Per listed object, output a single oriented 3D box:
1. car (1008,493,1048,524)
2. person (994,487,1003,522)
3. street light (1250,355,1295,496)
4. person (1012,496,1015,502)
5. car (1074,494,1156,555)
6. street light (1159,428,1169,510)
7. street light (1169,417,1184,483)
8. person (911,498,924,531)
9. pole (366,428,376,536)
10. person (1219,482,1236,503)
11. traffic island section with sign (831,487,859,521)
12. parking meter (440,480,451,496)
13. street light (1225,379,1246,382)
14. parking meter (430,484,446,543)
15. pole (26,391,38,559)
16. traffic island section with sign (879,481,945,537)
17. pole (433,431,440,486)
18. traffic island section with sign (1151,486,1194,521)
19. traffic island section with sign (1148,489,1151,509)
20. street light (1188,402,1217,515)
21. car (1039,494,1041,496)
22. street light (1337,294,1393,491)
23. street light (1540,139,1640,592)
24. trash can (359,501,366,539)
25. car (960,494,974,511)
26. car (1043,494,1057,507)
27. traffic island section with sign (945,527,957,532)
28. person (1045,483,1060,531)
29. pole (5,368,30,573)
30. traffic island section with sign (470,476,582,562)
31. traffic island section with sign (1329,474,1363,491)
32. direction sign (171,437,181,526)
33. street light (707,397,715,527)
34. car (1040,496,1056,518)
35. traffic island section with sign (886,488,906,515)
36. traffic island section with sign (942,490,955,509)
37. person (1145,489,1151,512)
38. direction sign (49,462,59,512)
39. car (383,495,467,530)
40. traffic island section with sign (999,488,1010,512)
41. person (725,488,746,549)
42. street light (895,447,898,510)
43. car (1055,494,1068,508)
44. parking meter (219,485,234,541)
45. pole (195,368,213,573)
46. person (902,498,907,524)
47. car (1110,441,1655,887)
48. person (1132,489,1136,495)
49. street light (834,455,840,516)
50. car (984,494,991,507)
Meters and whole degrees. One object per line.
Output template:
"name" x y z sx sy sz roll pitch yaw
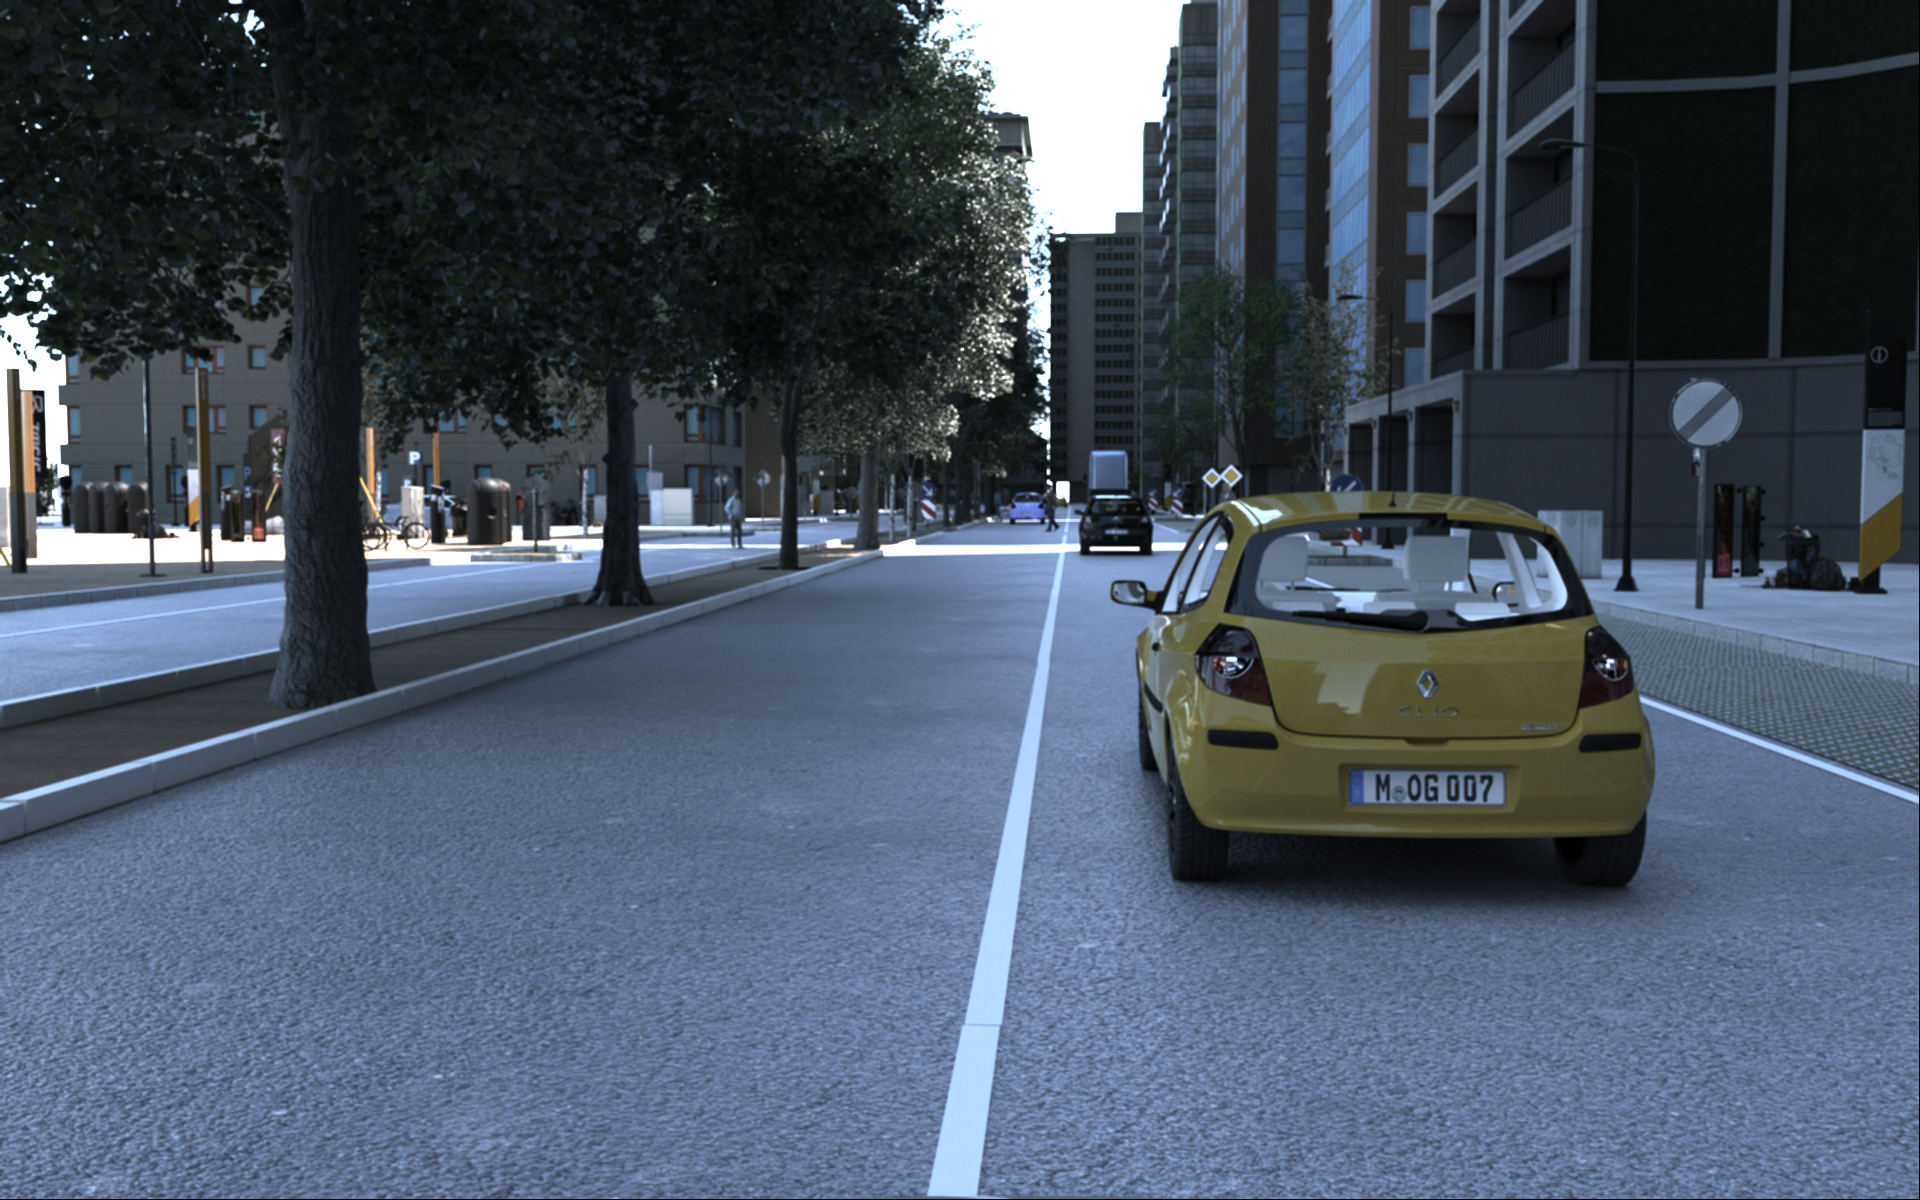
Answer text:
"car" 3.252 -4.504 83.224 1.945 1.707 3.694 0 4 3
"person" 2.006 -5.001 90.527 0.793 1.790 0.793 -3 4 -38
"street light" 10.557 -5.213 57.775 1.470 5.913 1.316 0 4 4
"person" 3.251 -5.676 105.586 0.425 1.301 0.394 -2 4 -30
"car" 3.772 -1.972 42.036 2.009 1.686 4.222 0 4 4
"street light" 14.665 -9.137 121.932 1.470 5.913 1.316 0 4 4
"street light" 13.541 -8.075 104.573 1.470 5.913 1.316 0 4 4
"person" -1.662 -3.389 64.395 0.515 1.767 0.782 -1 4 -20
"pole" -18.148 -3.639 53.340 0.158 3.312 0.155 0 3 0
"person" 8.421 -2.810 54.629 0.537 1.800 0.526 2 4 32
"traffic island section with sign" -5.739 -5.076 91.617 1.989 1.847 2.006 0 4 4
"parking meter" -21.157 -4.005 71.196 0.255 1.863 0.399 2 4 30
"street light" 11.380 -5.952 69.849 1.470 5.913 1.316 0 4 4
"parking meter" -13.611 -2.246 45.139 0.372 1.533 0.369 0 3 0
"pole" -18.409 -2.472 34.254 0.158 3.312 0.155 0 3 0
"traffic island section with sign" -1.668 -3.107 58.931 2.006 1.907 1.989 0 4 4
"pole" -16.786 -3.774 55.552 0.158 3.312 0.155 0 3 0
"traffic island section with sign" 11.240 -5.038 90.992 1.989 1.847 2.006 0 4 4
"traffic island section with sign" 12.980 -6.683 117.891 1.989 1.847 2.006 0 4 4
"street light" 12.364 -7.014 87.217 1.470 5.913 1.316 0 4 4
"car" 5.606 -7.473 132.413 2.015 1.641 3.980 0 4 2
"street light" 9.476 -4.151 40.413 1.470 5.913 1.316 0 4 4
"street light" 8.293 -3.075 22.812 1.470 5.913 1.316 0 4 4
"trash can" -13.077 -1.551 37.009 0.748 1.137 0.748 0 3 0
"car" 0.674 -8.441 147.793 2.009 1.686 4.222 0 4 2
"car" 9.723 -11.027 189.329 2.155 1.783 4.494 0 4 4
"traffic island section with sign" -1.178 -3.559 66.322 2.006 1.907 1.989 0 4 4
"person" 3.513 -3.570 66.773 0.836 1.842 0.656 -3 5 -44
"pole" -15.299 -2.093 28.072 0.158 3.312 0.155 0 3 0
"traffic island section with sign" -9.262 -1.753 37.291 1.989 1.847 2.006 0 4 4
"traffic island section with sign" 7.604 -1.621 35.128 1.989 1.847 2.006 0 4 4
"direction sign" -31.457 -4.732 69.358 0.379 3.537 0.876 -2 4 -34
"street light" -9.111 -5.773 66.936 1.470 5.913 1.316 0 4 4
"car" 4.677 -5.463 101.892 1.945 1.354 3.894 0 4 5
"traffic island section with sign" -3.981 -6.729 118.654 1.989 1.847 2.006 0 4 4
"traffic island section with sign" -0.717 -9.802 168.895 1.989 1.847 2.006 0 4 4
"person" 14.623 -7.688 134.113 0.656 1.842 0.836 0 4 0
"direction sign" -64.966 -8.090 124.275 0.379 3.537 0.876 1 4 11
"car" -18.994 -3.186 64.091 4.499 1.417 2.014 0 4 3
"traffic island section with sign" 3.677 -8.145 141.304 2.006 1.907 1.989 0 4 4
"person" -5.847 -2.126 45.066 0.330 1.601 0.589 3 5 42
"street light" -4.486 -10.072 137.223 1.470 5.913 1.316 0 4 4
"car" 10.442 -10.574 183.111 2.015 1.641 3.980 0 4 5
"parking meter" -20.290 -2.419 47.963 0.372 1.533 0.369 0 3 0
"pole" -12.277 -2.097 28.131 0.158 3.312 0.155 0 3 0
"person" -2.472 -4.512 82.470 0.583 1.804 0.606 -1 4 -9
"car" 1.702 0.149 7.792 2.015 1.641 3.980 0 4 3
"person" 13.909 -7.929 137.981 0.795 1.843 0.661 3 5 40
"street light" -6.758 -7.938 102.322 1.470 5.913 1.316 0 4 4
"car" 3.610 -11.120 191.593 2.009 1.686 4.222 0 4 3
